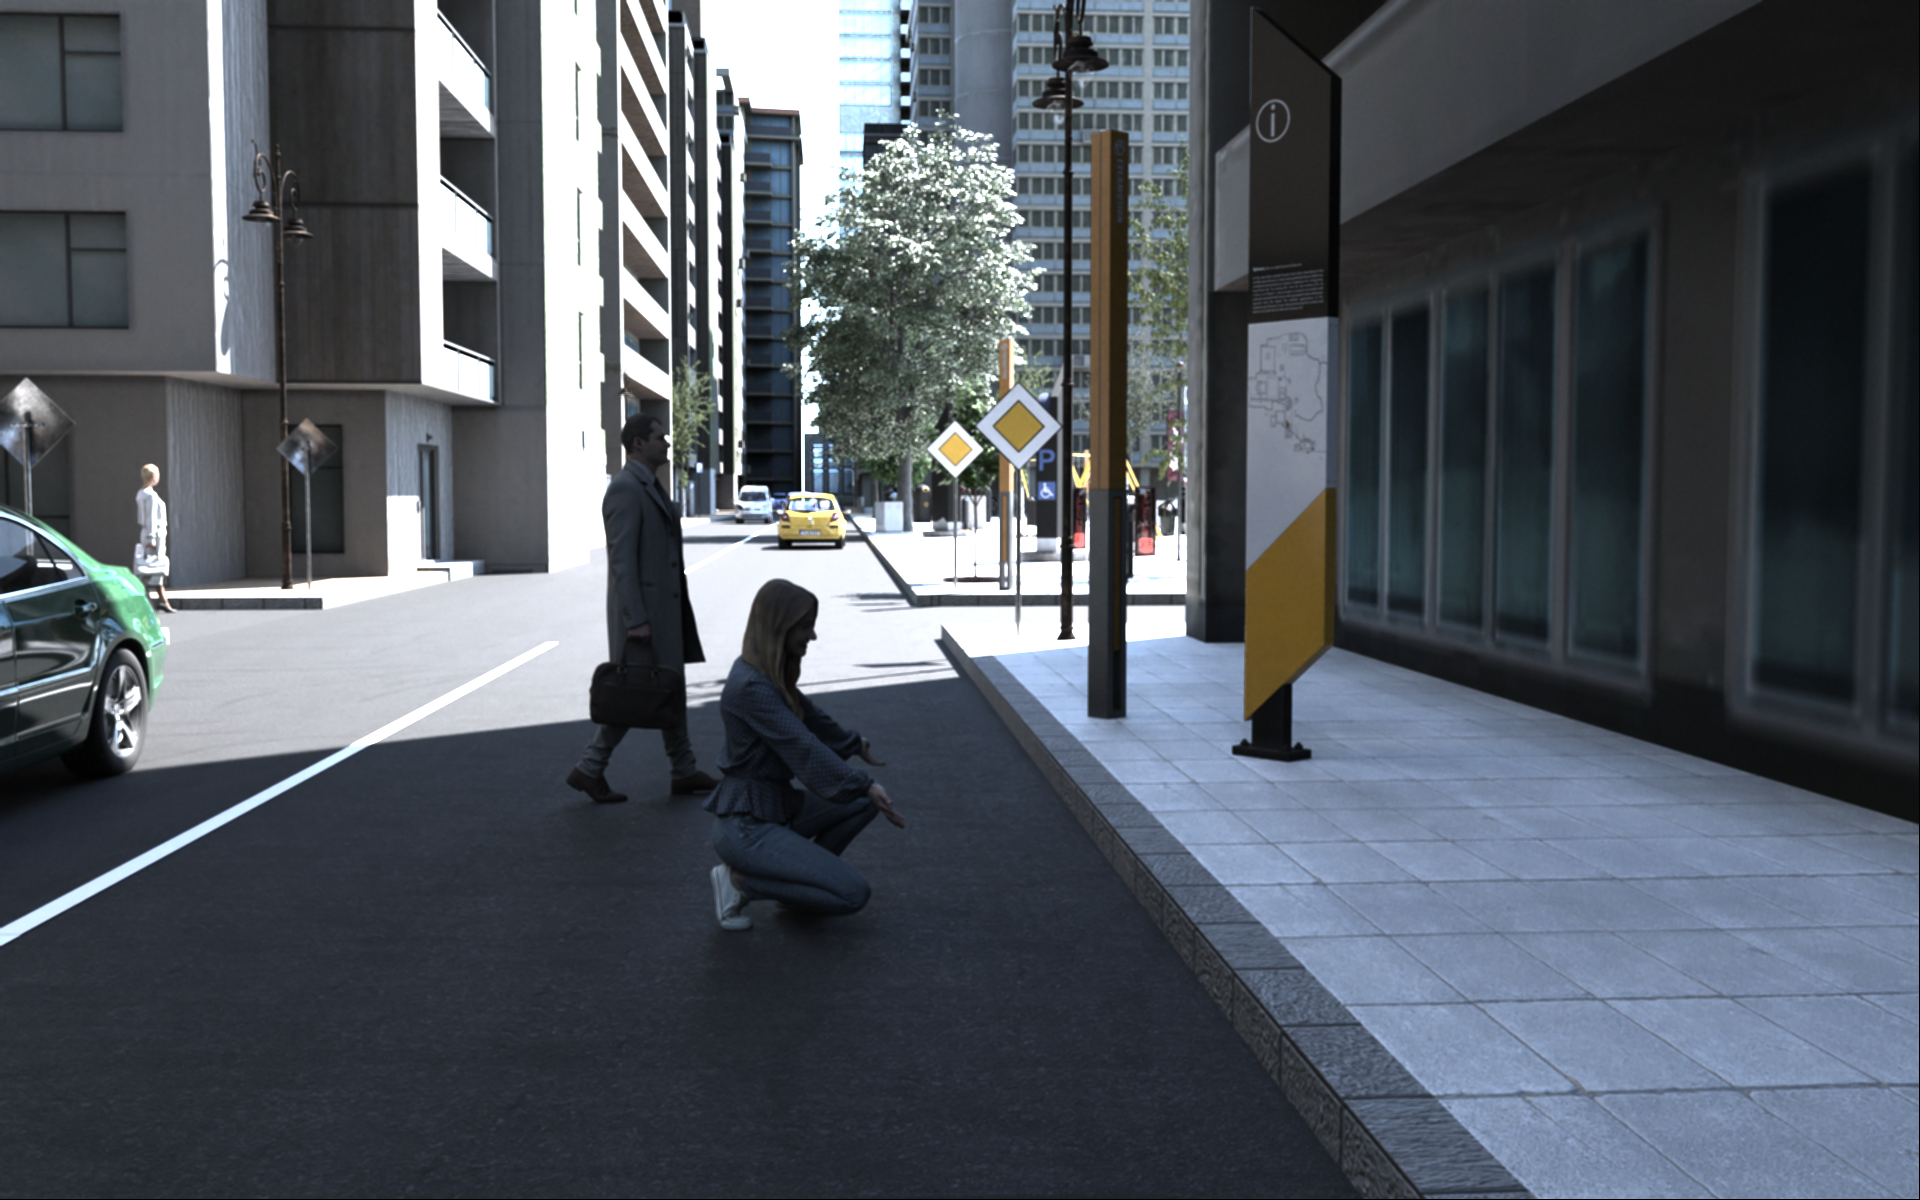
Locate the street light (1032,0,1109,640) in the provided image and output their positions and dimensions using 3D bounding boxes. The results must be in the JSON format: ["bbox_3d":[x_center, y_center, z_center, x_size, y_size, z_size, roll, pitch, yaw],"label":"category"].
[{"bbox_3d":[0.940,-2.587,15.090,0.468,5.910,1.993,0,4,-4],"label":"street light"}]

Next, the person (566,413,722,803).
[{"bbox_3d":[-1.452,0.029,8.131,0.767,1.812,0.694,0,4,-1],"label":"person"}]

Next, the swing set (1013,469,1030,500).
[{"bbox_3d":[3.633,-4.916,77.999,3.119,2.851,2.862,3,4,37],"label":"swing set"}]

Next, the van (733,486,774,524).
[{"bbox_3d":[-10.148,-4.791,85.338,2.013,2.044,4.112,0,4,-4],"label":"van"}]

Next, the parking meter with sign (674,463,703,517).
[{"bbox_3d":[-15.310,-6.183,97.360,1.738,3.016,0.543,2,4,32],"label":"parking meter with sign"}]

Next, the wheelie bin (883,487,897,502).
[{"bbox_3d":[-3.153,-4.451,80.678,0.980,1.594,0.693,3,5,43],"label":"wheelie bin"}]

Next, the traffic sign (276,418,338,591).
[{"bbox_3d":[-8.638,-1.180,22.942,0.795,2.450,0.064,0,4,-4],"label":"traffic sign"}]

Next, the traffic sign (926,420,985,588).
[{"bbox_3d":[-0.065,-1.218,23.553,0.795,2.450,0.064,0,4,-4],"label":"traffic sign"}]

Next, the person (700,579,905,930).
[{"bbox_3d":[-0.478,0.497,5.880,0.738,1.151,1.012,0,4,7],"label":"person"}]

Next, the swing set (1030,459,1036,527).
[{"bbox_3d":[4.898,-4.342,68.608,2.862,2.851,3.119,2,4,31],"label":"swing set"}]

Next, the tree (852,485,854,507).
[{"bbox_3d":[-10.378,-11.095,176.003,1.663,3.219,1.824,0,3,0],"label":"tree"}]

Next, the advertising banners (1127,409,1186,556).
[{"bbox_3d":[3.795,-2.416,35.684,2.074,3.025,0.090,-1,4,-20],"label":"advertising banners"}]

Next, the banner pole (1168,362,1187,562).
[{"bbox_3d":[4.303,-2.636,33.118,0.401,3.779,0.863,2,4,34],"label":"banner pole"}]

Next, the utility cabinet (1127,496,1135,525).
[{"bbox_3d":[4.352,-2.149,46.296,1.020,1.237,0.306,-2,4,-24],"label":"utility cabinet"}]

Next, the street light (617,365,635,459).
[{"bbox_3d":[-11.974,-5.471,62.245,0.468,5.910,1.993,0,4,-4],"label":"street light"}]

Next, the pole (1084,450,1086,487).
[{"bbox_3d":[5.815,-5.260,79.844,0.158,3.312,0.155,0,3,0],"label":"pole"}]

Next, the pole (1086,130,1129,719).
[{"bbox_3d":[0.846,-0.980,9.872,0.158,3.312,0.155,0,3,0],"label":"pole"}]

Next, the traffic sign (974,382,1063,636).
[{"bbox_3d":[0.523,-0.731,15.589,0.795,2.450,0.064,0,4,-4],"label":"traffic sign"}]

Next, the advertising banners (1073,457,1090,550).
[{"bbox_3d":[2.723,-2.683,40.055,2.074,3.025,0.090,-3,5,-40],"label":"advertising banners"}]

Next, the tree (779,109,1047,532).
[{"bbox_3d":[-1.961,-9.304,58.782,9.857,13.997,8.962,0,3,0],"label":"tree"}]

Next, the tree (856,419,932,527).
[{"bbox_3d":[-2.335,-5.140,67.757,4.285,4.588,4.351,0,3,0],"label":"tree"}]

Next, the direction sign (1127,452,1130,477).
[{"bbox_3d":[9.022,-6.232,93.892,0.379,3.537,0.876,-1,4,-19],"label":"direction sign"}]

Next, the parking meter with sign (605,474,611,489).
[{"bbox_3d":[-13.192,-4.137,63.907,0.543,3.016,1.738,1,4,19],"label":"parking meter with sign"}]

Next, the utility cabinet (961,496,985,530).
[{"bbox_3d":[0.392,-3.118,62.144,1.020,1.237,0.306,0,4,7],"label":"utility cabinet"}]

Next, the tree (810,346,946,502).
[{"bbox_3d":[-4.485,-10.106,99.649,8.767,10.594,7.601,-2,4,-24],"label":"tree"}]

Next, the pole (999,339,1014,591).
[{"bbox_3d":[0.615,-1.783,22.996,0.158,3.312,0.155,0,3,0],"label":"pole"}]

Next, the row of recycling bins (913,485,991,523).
[{"bbox_3d":[-0.355,-4.288,77.214,3.534,1.692,1.069,0,4,2],"label":"row of recycling bins"}]

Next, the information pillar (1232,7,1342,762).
[{"bbox_3d":[1.578,-1.036,8.297,0.183,3.616,0.504,-3,5,-42],"label":"information pillar"}]

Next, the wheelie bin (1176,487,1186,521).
[{"bbox_3d":[10.172,-4.271,77.734,0.980,1.594,0.693,1,4,9],"label":"wheelie bin"}]

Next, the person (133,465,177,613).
[{"bbox_3d":[-9.698,-0.723,20.672,0.624,1.780,0.694,-2,4,-29],"label":"person"}]

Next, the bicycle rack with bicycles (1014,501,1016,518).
[{"bbox_3d":[3.381,-4.834,92.415,2.852,0.926,2.925,2,4,30],"label":"bicycle rack with bicycles"}]

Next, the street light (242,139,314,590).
[{"bbox_3d":[-9.032,-3.076,23.085,0.468,5.910,1.993,0,4,-4],"label":"street light"}]

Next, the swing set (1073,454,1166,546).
[{"bbox_3d":[3.714,-2.821,43.751,2.862,2.851,3.119,0,4,3],"label":"swing set"}]

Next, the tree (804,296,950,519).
[{"bbox_3d":[-4.290,-10.034,89.809,9.928,11.665,9.643,0,3,0],"label":"tree"}]

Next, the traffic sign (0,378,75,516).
[{"bbox_3d":[-8.050,-0.693,14.979,0.795,2.450,0.064,0,4,-4],"label":"traffic sign"}]
